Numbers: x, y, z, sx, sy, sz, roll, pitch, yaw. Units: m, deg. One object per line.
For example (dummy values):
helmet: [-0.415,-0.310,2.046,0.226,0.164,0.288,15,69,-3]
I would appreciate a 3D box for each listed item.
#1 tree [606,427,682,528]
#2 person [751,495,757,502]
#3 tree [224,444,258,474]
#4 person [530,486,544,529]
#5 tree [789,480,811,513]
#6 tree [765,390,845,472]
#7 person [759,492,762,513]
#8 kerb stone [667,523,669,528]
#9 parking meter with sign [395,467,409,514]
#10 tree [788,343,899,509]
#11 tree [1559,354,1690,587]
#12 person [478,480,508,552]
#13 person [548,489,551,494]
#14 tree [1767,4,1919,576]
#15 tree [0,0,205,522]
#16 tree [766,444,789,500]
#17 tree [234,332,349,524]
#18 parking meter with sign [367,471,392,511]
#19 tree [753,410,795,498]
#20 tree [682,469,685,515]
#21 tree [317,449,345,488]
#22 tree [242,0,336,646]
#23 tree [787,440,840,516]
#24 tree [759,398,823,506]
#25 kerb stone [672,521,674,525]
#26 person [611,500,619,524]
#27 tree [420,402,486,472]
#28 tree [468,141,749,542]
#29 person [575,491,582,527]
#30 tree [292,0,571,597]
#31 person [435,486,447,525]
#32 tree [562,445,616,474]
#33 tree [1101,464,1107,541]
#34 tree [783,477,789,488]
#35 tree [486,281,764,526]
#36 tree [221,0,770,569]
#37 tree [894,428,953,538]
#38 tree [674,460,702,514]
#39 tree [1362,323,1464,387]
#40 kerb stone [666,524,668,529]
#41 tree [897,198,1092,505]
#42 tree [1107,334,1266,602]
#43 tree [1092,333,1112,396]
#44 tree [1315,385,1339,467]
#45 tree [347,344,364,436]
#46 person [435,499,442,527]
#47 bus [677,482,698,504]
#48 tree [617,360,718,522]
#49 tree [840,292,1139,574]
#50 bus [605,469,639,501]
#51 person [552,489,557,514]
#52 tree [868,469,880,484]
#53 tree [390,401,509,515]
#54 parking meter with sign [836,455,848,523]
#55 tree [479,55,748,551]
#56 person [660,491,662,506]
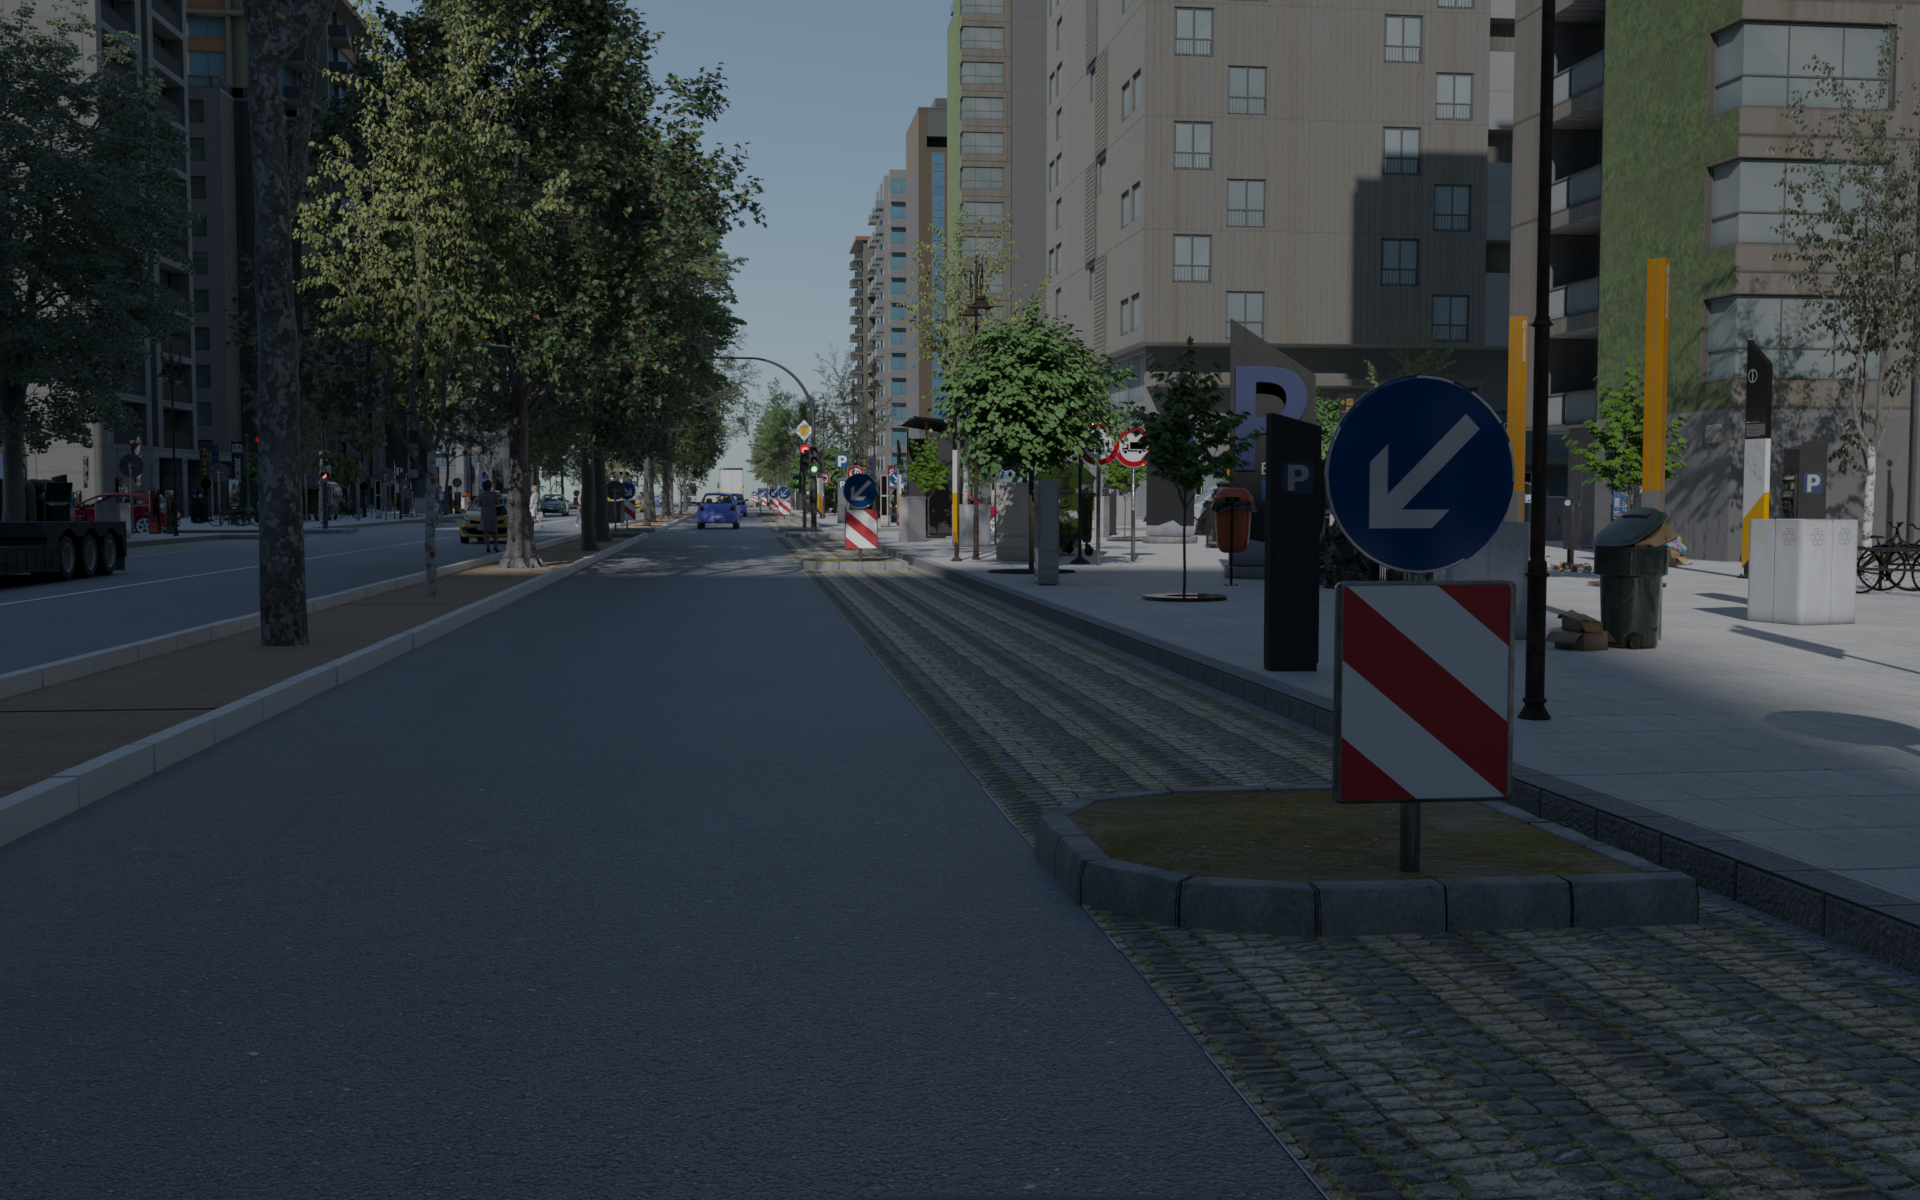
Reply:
tree: [-13.328,-7.026,67.690,4.737,8.622,4.395,0,3,0]
person: [-34.172,-17.082,287.744,1.348,1.831,0.705,2,4,31]
tree: [-46.896,-7.926,113.311,4.285,4.588,4.351,0,3,0]
person: [-17.251,-3.759,70.315,0.624,1.780,0.694,2,4,25]
tree: [-10.605,-7.705,120.575,1.663,3.219,1.824,0,3,0]
tree: [-13.924,-13.454,154.393,7.601,10.594,8.767,1,4,12]
person: [-14.580,-7.101,126.412,0.330,1.601,0.589,0,4,2]
kerb stone: [-12.110,-2.982,70.954,0.120,0.150,1.000,0,4,-7]
parking meter with sign: [-35.748,-7.031,111.224,0.543,3.016,1.738,-2,4,-34]
tree: [-5.349,-8.188,84.232,4.360,8.622,3.978,0,3,0]
tree: [9.158,-1.800,24.037,1.663,3.219,1.824,0,3,0]
person: [-11.498,-2.067,42.656,0.716,1.782,0.532,0,4,-8]
person: [-30.752,-7.372,129.306,0.573,1.790,0.520,-2,4,-31]
tree: [14.549,-4.696,27.135,4.360,8.622,3.978,0,3,0]
tree: [-24.264,-8.390,43.838,9.857,13.997,8.962,0,3,0]
tree: [-19.601,-15.004,195.674,4.360,8.622,3.978,0,3,0]
tree: [-26.393,-7.211,68.259,4.360,8.622,3.978,0,3,0]
parking meter with sign: [-42.909,-8.059,128.028,1.738,3.016,0.543,-1,4,-16]
tree: [-25.380,-19.239,232.691,7.486,12.596,7.792,0,3,0]
tree: [-18.124,-9.354,105.751,4.737,8.622,4.395,0,3,0]
tree: [-43.950,-8.356,120.330,4.285,4.588,4.351,0,3,0]
tree: [-5.081,-9.587,15.093,12.611,20.169,13.585,0,3,0]
tree: [-7.497,-7.289,102.892,4.285,4.588,4.351,0,3,0]
tree: [-17.928,-15.879,185.372,9.928,11.665,9.643,0,3,0]
kerb stone: [-12.763,-3.293,76.040,0.120,0.150,1.000,0,4,-7]
person: [-16.205,-4.419,81.430,0.731,1.740,0.598,2,4,24]
tree: [-33.978,-13.106,124.649,12.009,13.543,11.850,0,3,0]
tree: [-10.735,-8.699,51.338,9.857,13.997,8.962,0,3,0]
person: [-16.499,-4.067,75.592,0.643,1.750,0.593,3,5,42]
tree: [-7.398,-4.352,23.978,4.737,8.622,4.395,0,3,0]
person: [-23.877,-4.344,79.551,0.581,1.822,0.654,-1,4,-17]
tree: [-42.564,-16.108,197.780,8.767,10.594,7.601,-1,4,-17]
tree: [4.447,-3.223,47.293,1.663,3.219,1.824,0,3,0]
tree: [-16.862,-11.059,175.414,1.663,3.219,1.824,0,3,0]
tree: [-13.916,-10.009,76.479,12.009,13.543,11.850,0,3,0]
tree: [-8.486,-6.946,33.039,9.611,12.733,9.660,0,3,0]
tree: [-0.823,-3.417,50.468,1.663,3.219,1.824,0,3,0]
tree: [-20.374,-10.583,125.853,4.360,8.622,3.978,0,3,0]
tree: [19.382,-7.555,73.890,4.737,8.622,4.395,0,3,0]
kerb stone: [-11.986,-2.919,69.931,0.120,0.150,1.000,0,4,-7]
tree: [0.352,-5.746,44.314,4.737,8.622,4.395,0,3,0]
tree: [2.862,-1.612,20.957,1.663,3.219,1.824,0,3,0]
tree: [5.180,-7.920,79.858,4.737,8.622,4.395,0,3,0]
tree: [10.186,-4.053,49.973,4.285,4.588,4.351,0,3,0]
tree: [-27.465,-7.579,74.282,4.360,8.622,3.978,0,3,0]
person: [-23.046,-3.844,76.358,0.505,1.210,0.382,1,4,12]
bus: [-40.063,-15.877,254.455,2.948,3.499,13.247,-1,4,-9]
tree: [-15.799,-9.780,88.116,9.928,11.665,9.643,0,3,0]
tree: [1.114,-2.729,28.340,4.285,4.588,4.351,0,3,0]
bus: [-33.481,-10.993,171.277,2.896,3.916,12.252,0,4,-7]
person: [-29.609,-7.229,126.925,0.641,1.798,0.478,-1,4,-16]
tree: [-5.880,-7.491,117.081,1.663,3.219,1.824,0,3,0]
tree: [-30.568,-10.356,103.734,7.601,10.594,8.767,-1,4,-9]
parking meter with sign: [-5.211,-4.909,76.524,0.543,3.016,1.738,0,4,-3]
tree: [-9.169,-7.472,42.754,7.486,12.596,7.792,0,3,0]
person: [-36.095,-12.315,209.944,0.705,1.812,1.348,1,4,8]
